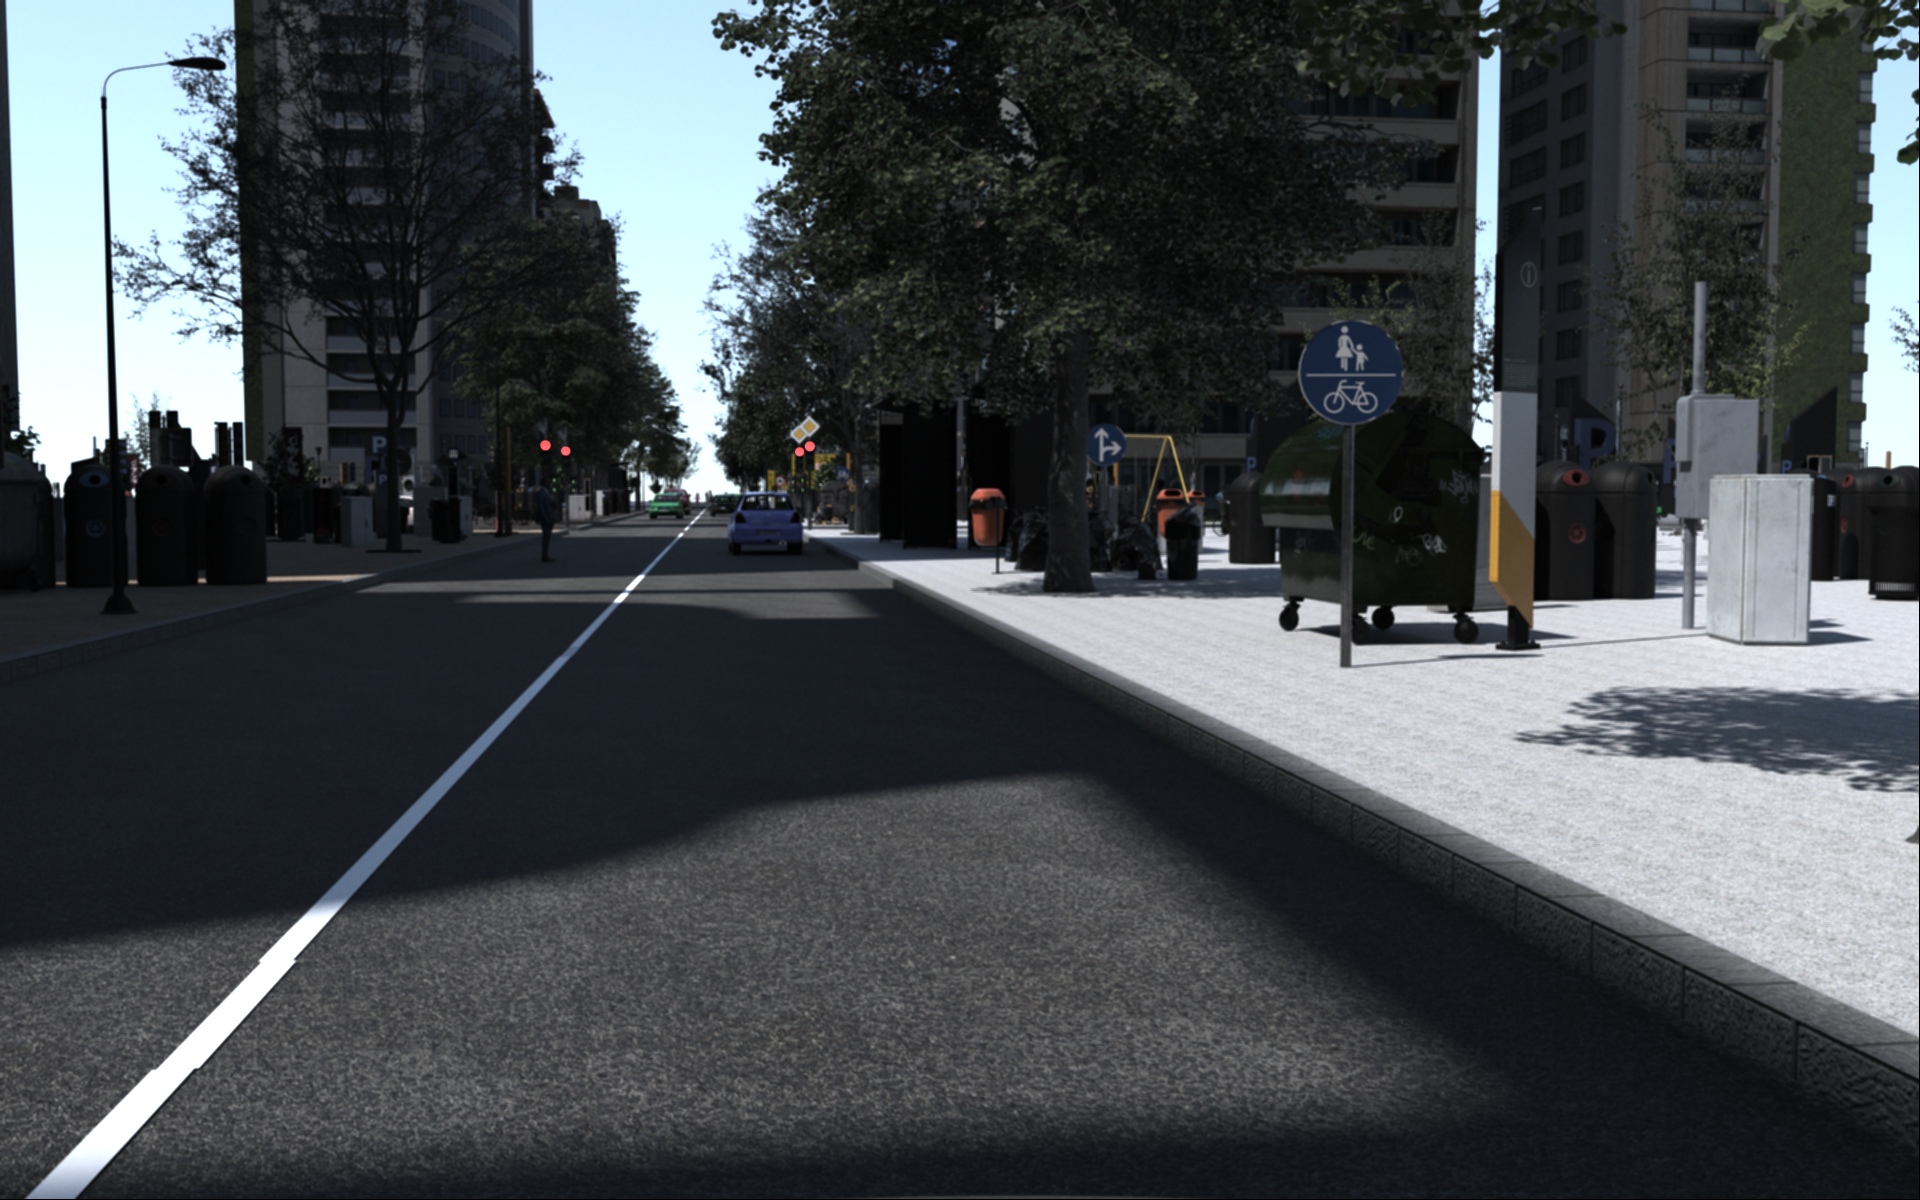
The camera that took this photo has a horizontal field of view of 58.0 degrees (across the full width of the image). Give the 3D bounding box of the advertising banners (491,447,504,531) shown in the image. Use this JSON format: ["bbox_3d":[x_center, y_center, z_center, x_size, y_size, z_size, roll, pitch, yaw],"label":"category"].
[{"bbox_3d":[-16.202,-3.941,60.616,0.090,3.025,2.074,-2,4,-25],"label":"advertising banners"}]

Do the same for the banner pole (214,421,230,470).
[{"bbox_3d":[-25.345,-4.248,59.477,0.863,3.779,0.401,2,4,25],"label":"banner pole"}]

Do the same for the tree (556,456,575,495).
[{"bbox_3d":[-28.903,-8.836,128.179,4.285,4.588,4.351,0,3,0],"label":"tree"}]

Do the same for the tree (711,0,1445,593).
[{"bbox_3d":[1.477,-7.089,22.554,9.857,13.997,8.962,0,3,0],"label":"tree"}]

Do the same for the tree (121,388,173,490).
[{"bbox_3d":[-56.177,-10.377,120.033,4.360,8.622,3.978,0,3,0],"label":"tree"}]

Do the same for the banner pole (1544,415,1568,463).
[{"bbox_3d":[19.063,-3.973,54.979,0.863,3.779,0.401,-2,4,-31],"label":"banner pole"}]

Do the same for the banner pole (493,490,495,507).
[{"bbox_3d":[-36.852,-8.985,136.914,0.401,3.779,0.863,-1,4,-17],"label":"banner pole"}]

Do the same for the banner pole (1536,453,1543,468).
[{"bbox_3d":[31.291,-6.312,93.219,0.863,3.779,0.401,-1,4,-23],"label":"banner pole"}]

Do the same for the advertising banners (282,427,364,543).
[{"bbox_3d":[-16.623,-2.998,45.210,2.074,3.025,0.090,0,4,-2],"label":"advertising banners"}]

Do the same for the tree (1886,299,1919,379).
[{"bbox_3d":[25.443,-5.637,42.535,4.360,8.622,3.978,0,3,0],"label":"tree"}]

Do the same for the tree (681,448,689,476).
[{"bbox_3d":[-36.492,-16.354,217.750,4.737,8.622,4.395,0,3,0],"label":"tree"}]

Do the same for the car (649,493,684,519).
[{"bbox_3d":[-17.090,-5.631,100.855,1.959,1.807,4.718,0,4,-6],"label":"car"}]

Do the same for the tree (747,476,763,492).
[{"bbox_3d":[-22.184,-11.697,185.846,1.663,3.219,1.824,0,3,0],"label":"tree"}]

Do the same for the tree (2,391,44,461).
[{"bbox_3d":[-15.647,-2.027,27.746,1.663,3.219,1.824,0,3,0],"label":"tree"}]

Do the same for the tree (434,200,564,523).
[{"bbox_3d":[-17.695,-10.312,75.248,9.857,13.997,8.962,0,3,0],"label":"tree"}]

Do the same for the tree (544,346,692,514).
[{"bbox_3d":[-23.333,-11.443,112.847,9.928,11.665,9.643,0,3,0],"label":"tree"}]

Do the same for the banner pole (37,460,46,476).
[{"bbox_3d":[-66.967,-8.334,126.277,0.401,3.779,0.863,1,4,22],"label":"banner pole"}]

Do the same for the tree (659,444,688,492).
[{"bbox_3d":[-43.120,-19.048,261.793,4.360,8.622,3.978,0,3,0],"label":"tree"}]

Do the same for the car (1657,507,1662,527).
[{"bbox_3d":[26.590,-3.738,69.914,4.718,1.807,1.959,-1,4,-8],"label":"car"}]

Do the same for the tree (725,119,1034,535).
[{"bbox_3d":[-3.231,-8.790,54.079,12.009,13.543,11.850,0,3,0],"label":"tree"}]

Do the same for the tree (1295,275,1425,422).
[{"bbox_3d":[13.369,-6.551,57.468,4.737,8.622,4.395,0,3,0],"label":"tree"}]

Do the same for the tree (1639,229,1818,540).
[{"bbox_3d":[21.120,-5.983,48.188,4.737,8.622,4.395,0,3,0],"label":"tree"}]

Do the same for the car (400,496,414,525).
[{"bbox_3d":[-20.817,-3.117,63.324,4.827,1.381,2.083,0,4,-8],"label":"car"}]

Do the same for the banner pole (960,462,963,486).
[{"bbox_3d":[0.407,-7.964,120.235,0.863,3.779,0.401,-1,4,-12],"label":"banner pole"}]

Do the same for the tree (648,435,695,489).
[{"bbox_3d":[-41.902,-19.309,250.116,7.601,10.594,8.767,-1,4,-9],"label":"tree"}]

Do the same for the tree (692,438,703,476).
[{"bbox_3d":[-48.747,-22.928,300.620,9.928,11.665,9.643,0,3,0],"label":"tree"}]

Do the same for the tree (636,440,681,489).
[{"bbox_3d":[-35.900,-15.500,203.786,4.737,8.622,4.395,0,3,0],"label":"tree"}]

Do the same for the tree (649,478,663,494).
[{"bbox_3d":[-32.466,-11.678,185.543,1.663,3.219,1.824,0,3,0],"label":"tree"}]

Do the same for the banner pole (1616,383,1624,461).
[{"bbox_3d":[14.797,-2.993,38.945,0.401,3.779,0.863,2,4,28],"label":"banner pole"}]

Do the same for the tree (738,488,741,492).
[{"bbox_3d":[-36.903,-21.355,299.518,4.360,8.622,3.978,0,3,0],"label":"tree"}]

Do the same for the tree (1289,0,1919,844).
[{"bbox_3d":[3.880,-5.397,6.365,7.486,12.596,7.792,0,3,0],"label":"tree"}]

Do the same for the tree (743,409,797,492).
[{"bbox_3d":[-13.114,-10.975,129.807,4.360,8.622,3.978,0,3,0],"label":"tree"}]

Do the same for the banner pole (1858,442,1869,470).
[{"bbox_3d":[43.286,-5.689,83.030,0.863,3.779,0.401,-2,4,-28],"label":"banner pole"}]

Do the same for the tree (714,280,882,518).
[{"bbox_3d":[-8.464,-10.758,92.895,9.611,12.733,9.660,0,3,0],"label":"tree"}]

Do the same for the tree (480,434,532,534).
[{"bbox_3d":[-14.662,-3.750,55.920,1.663,3.219,1.824,0,3,0],"label":"tree"}]

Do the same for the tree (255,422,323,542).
[{"bbox_3d":[-18.194,-3.181,46.615,1.663,3.219,1.824,0,3,0],"label":"tree"}]

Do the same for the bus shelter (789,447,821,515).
[{"bbox_3d":[-10.512,-8.688,119.674,2.179,5.291,8.768,0,4,-8],"label":"bus shelter"}]

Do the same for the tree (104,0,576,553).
[{"bbox_3d":[-12.465,-7.795,37.823,12.009,13.543,11.850,0,3,0],"label":"tree"}]

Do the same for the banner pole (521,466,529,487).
[{"bbox_3d":[-32.599,-8.549,129.793,0.863,3.779,0.401,-2,4,-34],"label":"banner pole"}]

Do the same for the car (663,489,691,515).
[{"bbox_3d":[-20.017,-6.911,121.662,2.281,1.827,5.304,0,4,-6],"label":"car"}]

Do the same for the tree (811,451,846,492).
[{"bbox_3d":[-5.894,-5.077,77.615,1.663,3.219,1.824,0,3,0],"label":"tree"}]

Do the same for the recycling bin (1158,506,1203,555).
[{"bbox_3d":[4.692,-1.490,36.916,0.722,1.027,0.722,-2,4,-27],"label":"recycling bin"}]

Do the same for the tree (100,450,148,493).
[{"bbox_3d":[-53.773,-7.775,110.828,4.285,4.588,4.351,0,3,0],"label":"tree"}]

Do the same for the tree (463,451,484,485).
[{"bbox_3d":[-37.896,-9.064,131.913,4.285,4.588,4.351,0,3,0],"label":"tree"}]

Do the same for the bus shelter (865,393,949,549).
[{"bbox_3d":[-1.247,-3.187,43.388,1.731,3.624,6.357,0,4,-8],"label":"bus shelter"}]

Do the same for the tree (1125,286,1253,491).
[{"bbox_3d":[7.598,-6.589,58.099,4.360,8.622,3.978,0,3,0],"label":"tree"}]

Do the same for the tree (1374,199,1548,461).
[{"bbox_3d":[12.263,-5.679,43.214,4.360,8.622,3.978,0,3,0],"label":"tree"}]

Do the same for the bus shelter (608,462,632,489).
[{"bbox_3d":[-25.489,-8.435,129.189,1.731,3.624,6.357,0,4,-8],"label":"bus shelter"}]

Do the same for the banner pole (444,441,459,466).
[{"bbox_3d":[-24.011,-5.606,81.675,0.863,3.779,0.401,0,4,4],"label":"banner pole"}]

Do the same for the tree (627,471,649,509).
[{"bbox_3d":[-27.933,-9.361,147.649,1.663,3.219,1.824,0,3,0],"label":"tree"}]

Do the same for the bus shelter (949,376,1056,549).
[{"bbox_3d":[1.091,-2.812,37.267,1.731,3.624,6.357,0,4,-8],"label":"bus shelter"}]

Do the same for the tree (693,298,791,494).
[{"bbox_3d":[-19.778,-19.147,168.938,12.611,20.169,13.585,0,3,0],"label":"tree"}]

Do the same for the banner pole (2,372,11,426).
[{"bbox_3d":[-19.294,-2.753,35.023,0.401,3.779,0.863,-3,5,-44],"label":"banner pole"}]

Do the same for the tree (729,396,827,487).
[{"bbox_3d":[-14.600,-12.428,137.609,8.767,10.594,7.601,-2,4,-27],"label":"tree"}]

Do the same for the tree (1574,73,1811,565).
[{"bbox_3d":[13.169,-4.948,31.267,4.360,8.622,3.978,0,3,0],"label":"tree"}]
